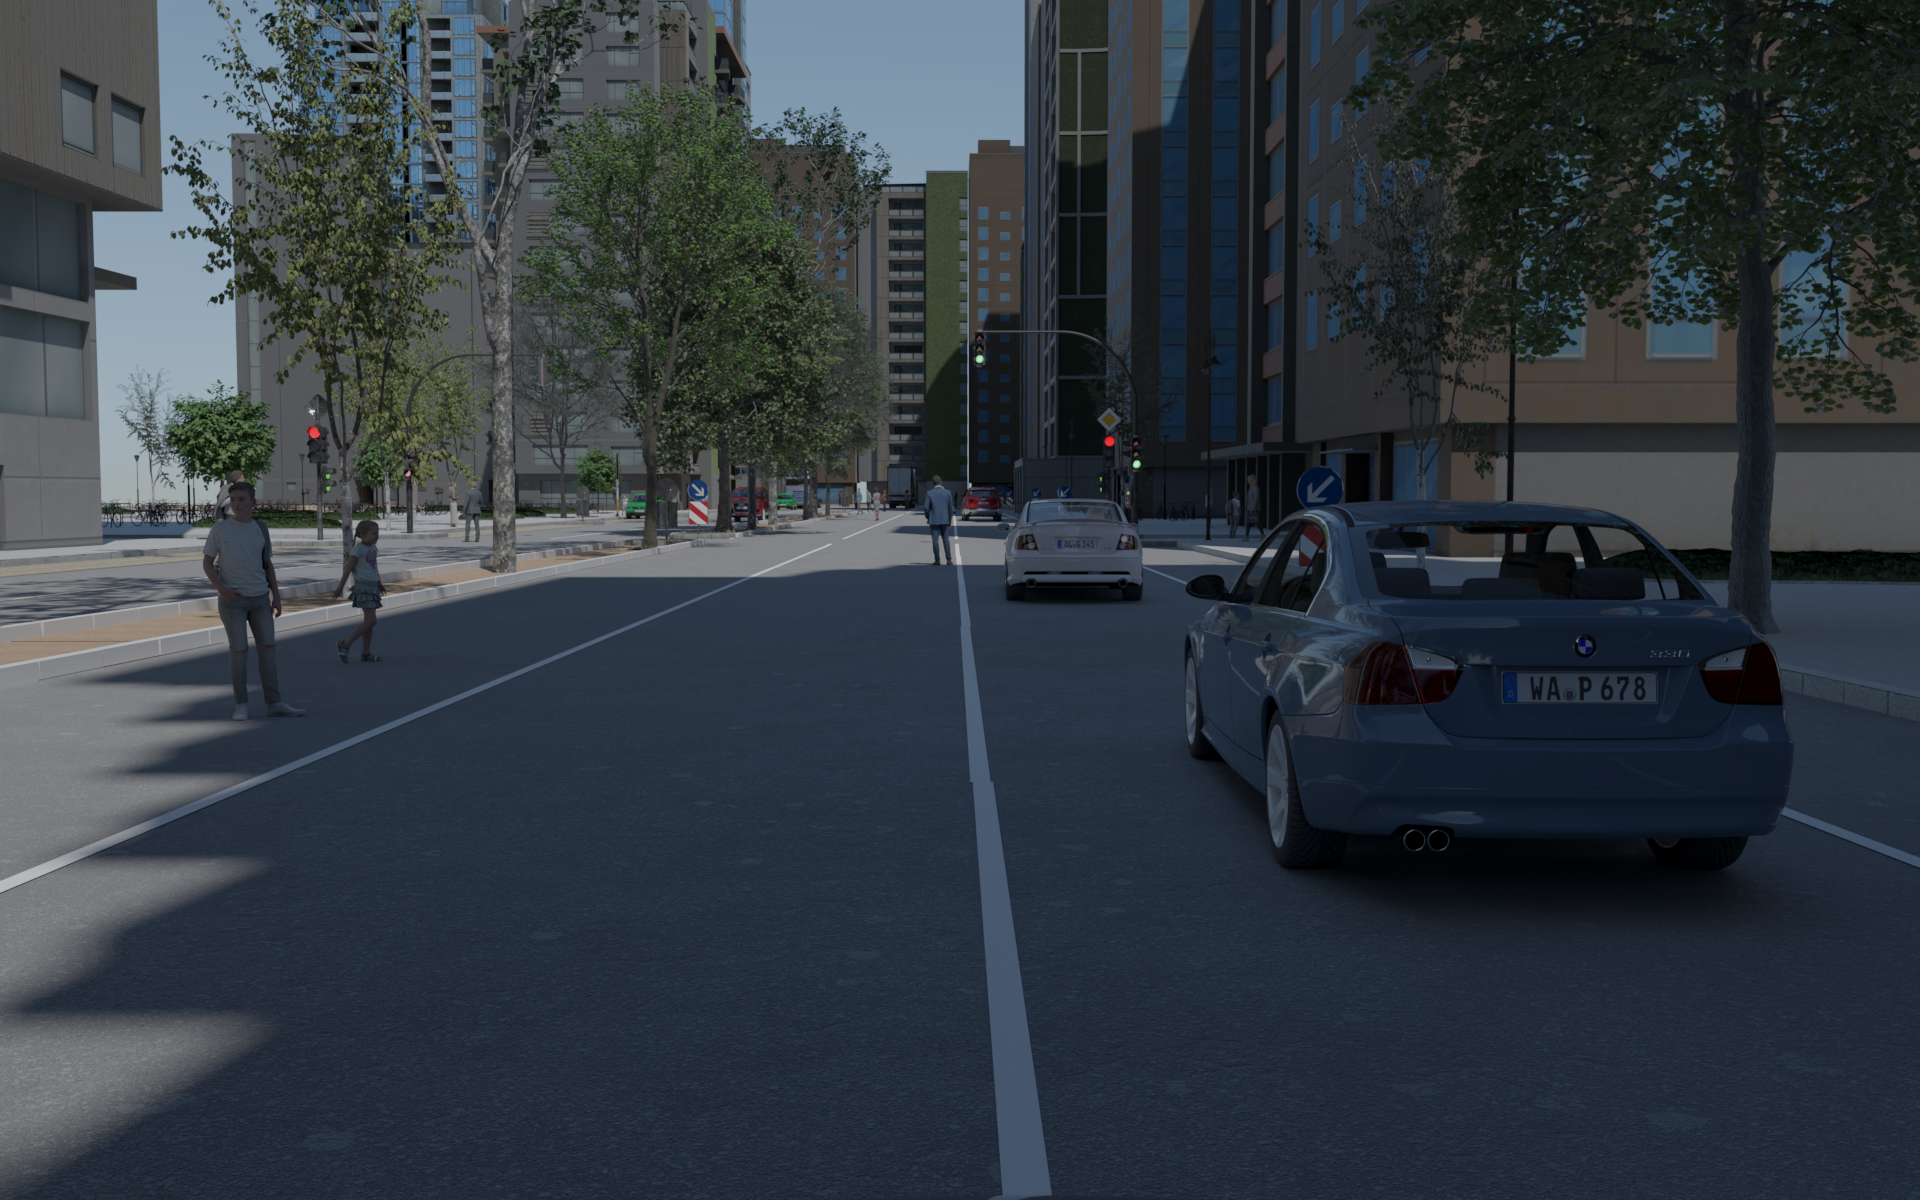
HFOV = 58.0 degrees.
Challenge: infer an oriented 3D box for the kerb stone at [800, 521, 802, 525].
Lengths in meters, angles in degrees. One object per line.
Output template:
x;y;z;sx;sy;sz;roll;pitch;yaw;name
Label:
-7.430;-3.469;78.936;0.120;0.150;1.000;0;4;0;kerb stone

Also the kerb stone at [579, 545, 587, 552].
-9.364;-1.235;42.425;0.120;0.150;1.000;0;4;0;kerb stone

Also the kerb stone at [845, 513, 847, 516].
-7.598;-5.537;112.801;0.120;0.150;1.000;0;4;0;kerb stone

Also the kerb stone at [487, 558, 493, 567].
-9.317;-0.736;34.235;0.120;0.150;1.000;0;4;0;kerb stone

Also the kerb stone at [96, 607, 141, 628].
-9.251;0.204;18.879;0.120;0.150;1.000;0;4;0;kerb stone

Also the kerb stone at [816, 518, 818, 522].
-7.475;-4.035;88.169;0.120;0.150;1.000;0;4;0;kerb stone

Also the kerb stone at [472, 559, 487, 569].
-9.321;-0.673;33.211;0.120;0.150;1.000;0;4;0;kerb stone

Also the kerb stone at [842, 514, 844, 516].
-7.575;-5.354;109.726;0.120;0.150;1.000;0;4;0;kerb stone

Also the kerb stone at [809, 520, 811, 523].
-7.453;-3.784;84.069;0.120;0.150;1.000;0;4;0;kerb stone

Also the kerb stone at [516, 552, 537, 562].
-9.339;-0.925;37.313;0.120;0.150;1.000;0;4;0;kerb stone

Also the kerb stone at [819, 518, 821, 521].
-7.486;-4.160;90.217;0.120;0.150;1.000;0;4;0;kerb stone

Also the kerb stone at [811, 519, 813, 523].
-7.462;-3.847;85.095;0.120;0.150;1.000;0;4;0;kerb stone

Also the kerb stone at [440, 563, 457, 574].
-9.307;-0.549;31.165;0.120;0.150;1.000;0;4;0;kerb stone

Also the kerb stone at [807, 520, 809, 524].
-7.447;-3.717;83.038;0.120;0.150;1.000;0;4;0;kerb stone

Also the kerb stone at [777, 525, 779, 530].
-7.385;-2.841;68.667;0.120;0.150;1.000;0;4;0;kerb stone

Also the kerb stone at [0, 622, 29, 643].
-9.247;0.329;16.818;0.120;0.150;1.000;0;4;0;kerb stone

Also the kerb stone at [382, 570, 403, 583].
-9.299;-0.361;28.095;0.120;0.150;1.000;0;4;0;kerb stone

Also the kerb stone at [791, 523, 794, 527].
-7.409;-3.217;74.833;0.120;0.150;1.000;0;4;0;kerb stone

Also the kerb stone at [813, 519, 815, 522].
-7.453;-3.909;86.123;0.120;0.150;1.000;0;4;0;kerb stone

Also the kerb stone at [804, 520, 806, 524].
-7.442;-3.596;80.993;0.120;0.150;1.000;0;4;0;kerb stone

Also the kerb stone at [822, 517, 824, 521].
-7.492;-4.284;92.275;0.120;0.150;1.000;0;4;0;kerb stone

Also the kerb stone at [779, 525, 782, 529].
-7.388;-2.906;69.710;0.120;0.150;1.000;0;4;0;kerb stone

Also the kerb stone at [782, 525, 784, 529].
-7.395;-2.961;70.735;0.120;0.150;1.000;0;4;0;kerb stone

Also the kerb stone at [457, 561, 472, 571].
-9.318;-0.611;32.187;0.120;0.150;1.000;0;4;0;kerb stone

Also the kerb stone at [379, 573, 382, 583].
-9.293;-0.298;27.065;0.120;0.150;1.000;0;4;0;kerb stone

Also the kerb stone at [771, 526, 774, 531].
-7.377;-2.709;66.611;0.120;0.150;1.000;0;4;0;kerb stone

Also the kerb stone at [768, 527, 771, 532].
-7.367;-2.650;65.577;0.120;0.150;1.000;0;4;0;kerb stone

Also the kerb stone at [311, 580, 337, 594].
-9.281;-0.173;25.016;0.120;0.150;1.000;0;4;0;kerb stone

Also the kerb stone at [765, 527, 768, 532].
-7.368;-2.586;64.555;0.120;0.150;1.000;0;4;0;kerb stone

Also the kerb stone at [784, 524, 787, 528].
-7.395;-3.031;71.758;0.120;0.150;1.000;0;4;0;kerb stone

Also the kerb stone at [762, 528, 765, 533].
-7.356;-2.521;63.525;0.120;0.150;1.000;0;4;0;kerb stone

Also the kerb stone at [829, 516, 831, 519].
-7.519;-4.601;97.416;0.120;0.150;1.000;0;4;0;kerb stone

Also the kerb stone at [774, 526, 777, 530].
-7.374;-2.779;67.638;0.120;0.150;1.000;0;4;0;kerb stone

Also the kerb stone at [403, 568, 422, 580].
-9.296;-0.423;29.117;0.120;0.150;1.000;0;4;0;kerb stone

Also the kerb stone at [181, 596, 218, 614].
-9.260;0.081;20.923;0.120;0.150;1.000;0;4;0;kerb stone

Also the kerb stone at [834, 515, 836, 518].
-7.532;-4.851;101.523;0.120;0.150;1.000;0;4;0;kerb stone

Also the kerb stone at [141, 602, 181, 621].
-9.261;0.142;19.900;0.120;0.150;1.000;0;4;0;kerb stone

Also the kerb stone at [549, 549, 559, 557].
-9.350;-1.045;39.360;0.120;0.150;1.000;0;4;0;kerb stone

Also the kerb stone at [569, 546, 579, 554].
-9.348;-1.175;41.403;0.120;0.150;1.000;0;4;0;kerb stone

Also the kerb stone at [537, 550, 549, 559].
-9.339;-0.987;38.334;0.120;0.150;1.000;0;4;0;kerb stone

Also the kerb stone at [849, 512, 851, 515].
-7.609;-5.787;116.902;0.120;0.150;1.000;0;4;0;kerb stone

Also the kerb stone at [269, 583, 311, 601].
-9.273;-0.107;23.989;0.120;0.150;1.000;0;4;0;kerb stone

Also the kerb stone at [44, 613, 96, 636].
-9.248;0.265;17.857;0.120;0.150;1.000;0;4;0;kerb stone

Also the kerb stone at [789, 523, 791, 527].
-7.405;-3.151;73.808;0.120;0.150;1.000;0;4;0;kerb stone

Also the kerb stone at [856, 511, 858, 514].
-7.646;-6.295;125.118;0.120;0.150;1.000;0;4;0;kerb stone

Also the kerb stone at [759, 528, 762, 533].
-7.356;-2.465;62.497;0.120;0.150;1.000;0;4;0;kerb stone

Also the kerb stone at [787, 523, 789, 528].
-7.408;-3.088;72.786;0.120;0.150;1.000;0;4;0;kerb stone

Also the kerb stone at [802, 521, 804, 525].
-7.443;-3.533;79.965;0.120;0.150;1.000;0;4;0;kerb stone

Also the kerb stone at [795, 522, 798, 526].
-7.418;-3.344;76.887;0.120;0.150;1.000;0;4;0;kerb stone

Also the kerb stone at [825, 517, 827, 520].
-7.494;-4.411;94.331;0.120;0.150;1.000;0;4;0;kerb stone

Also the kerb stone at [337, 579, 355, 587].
-9.290;-0.235;26.043;0.120;0.150;1.000;0;4;0;kerb stone

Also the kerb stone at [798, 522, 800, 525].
-7.426;-3.408;77.913;0.120;0.150;1.000;0;4;0;kerb stone

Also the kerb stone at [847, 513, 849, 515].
-7.606;-5.660;114.846;0.120;0.150;1.000;0;4;0;kerb stone

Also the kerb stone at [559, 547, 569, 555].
-9.351;-1.112;40.381;0.120;0.150;1.000;0;4;0;kerb stone

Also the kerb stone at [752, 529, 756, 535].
-7.335;-2.333;60.446;0.120;0.150;1.000;0;4;0;kerb stone

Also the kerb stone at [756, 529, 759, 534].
-7.349;-2.401;61.475;0.120;0.150;1.000;0;4;0;kerb stone

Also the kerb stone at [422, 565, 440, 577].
-9.301;-0.484;30.144;0.120;0.150;1.000;0;4;0;kerb stone
